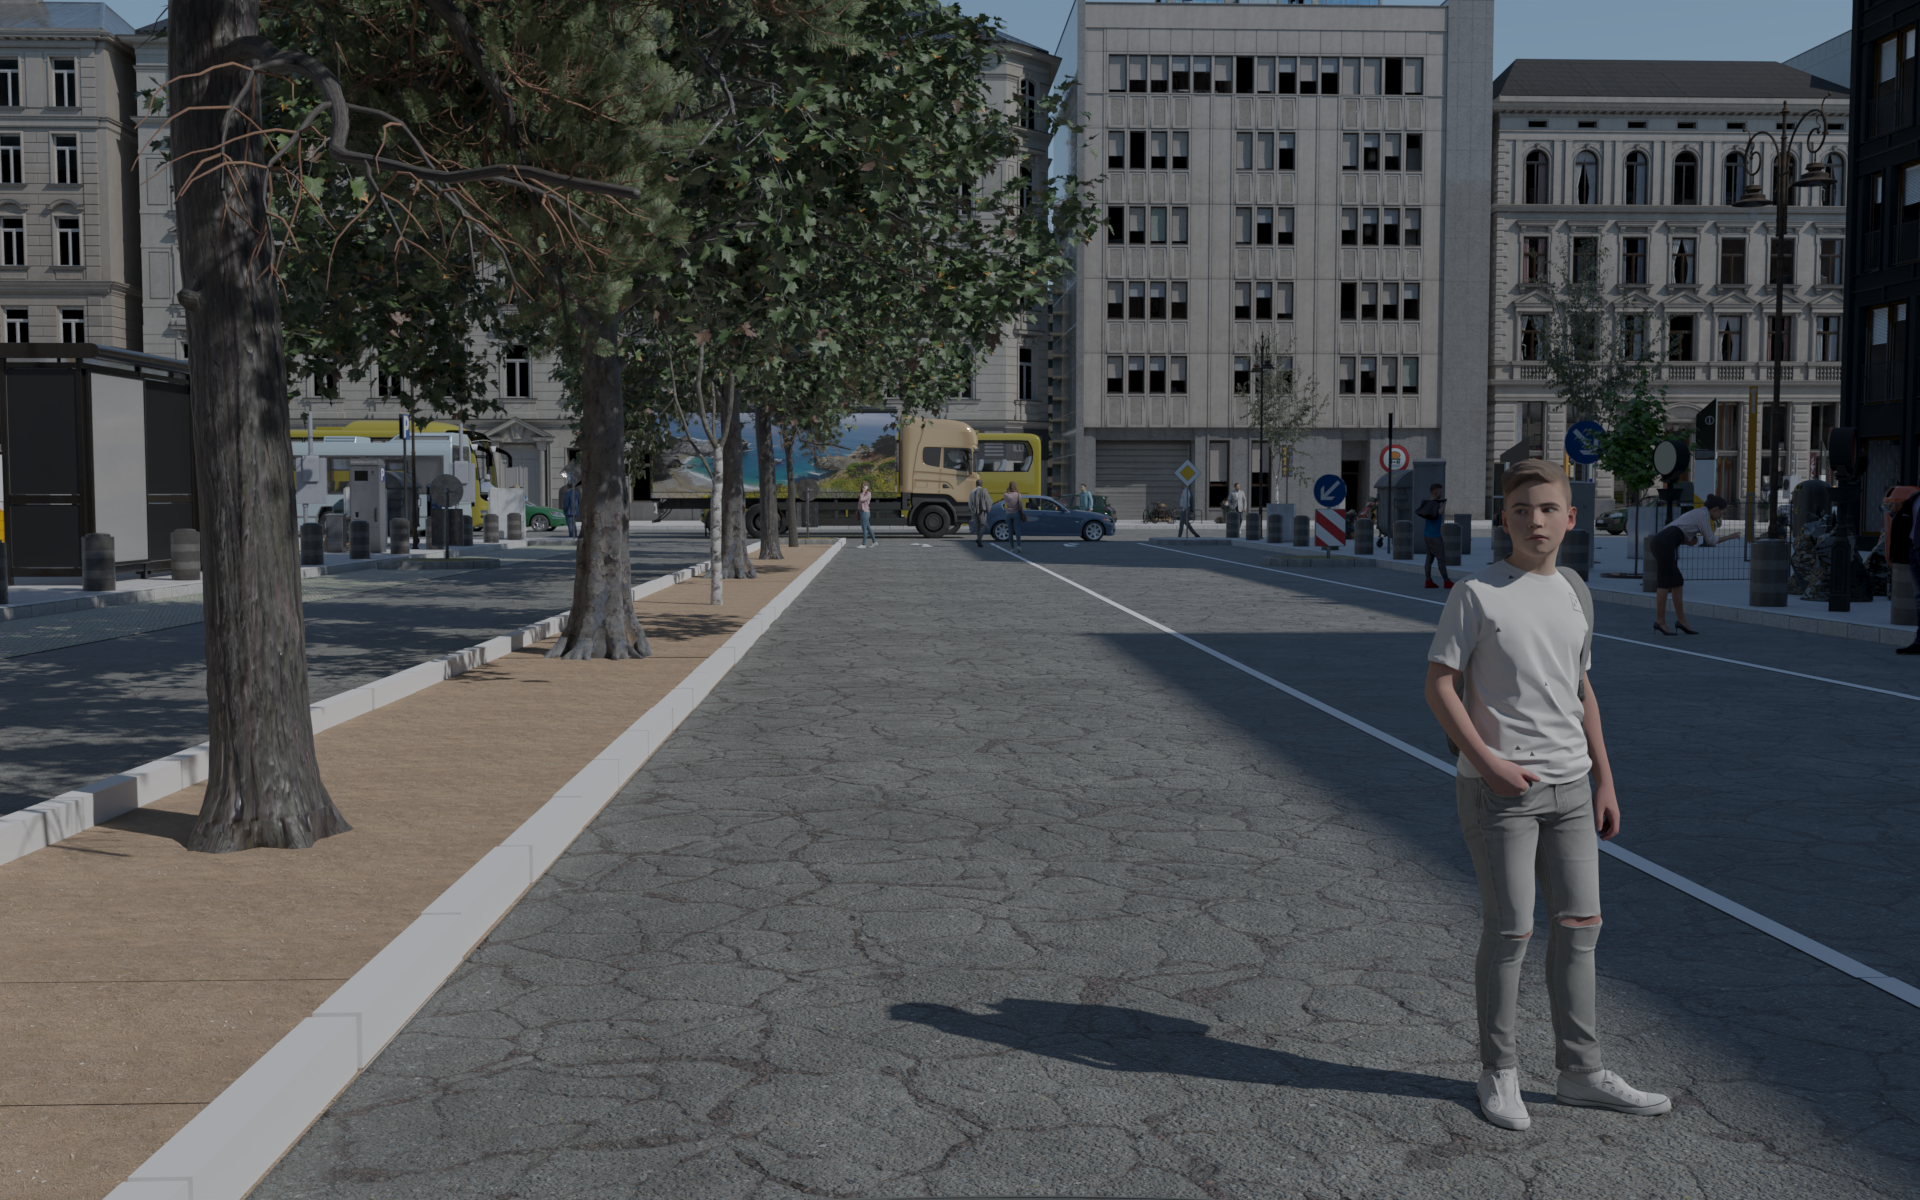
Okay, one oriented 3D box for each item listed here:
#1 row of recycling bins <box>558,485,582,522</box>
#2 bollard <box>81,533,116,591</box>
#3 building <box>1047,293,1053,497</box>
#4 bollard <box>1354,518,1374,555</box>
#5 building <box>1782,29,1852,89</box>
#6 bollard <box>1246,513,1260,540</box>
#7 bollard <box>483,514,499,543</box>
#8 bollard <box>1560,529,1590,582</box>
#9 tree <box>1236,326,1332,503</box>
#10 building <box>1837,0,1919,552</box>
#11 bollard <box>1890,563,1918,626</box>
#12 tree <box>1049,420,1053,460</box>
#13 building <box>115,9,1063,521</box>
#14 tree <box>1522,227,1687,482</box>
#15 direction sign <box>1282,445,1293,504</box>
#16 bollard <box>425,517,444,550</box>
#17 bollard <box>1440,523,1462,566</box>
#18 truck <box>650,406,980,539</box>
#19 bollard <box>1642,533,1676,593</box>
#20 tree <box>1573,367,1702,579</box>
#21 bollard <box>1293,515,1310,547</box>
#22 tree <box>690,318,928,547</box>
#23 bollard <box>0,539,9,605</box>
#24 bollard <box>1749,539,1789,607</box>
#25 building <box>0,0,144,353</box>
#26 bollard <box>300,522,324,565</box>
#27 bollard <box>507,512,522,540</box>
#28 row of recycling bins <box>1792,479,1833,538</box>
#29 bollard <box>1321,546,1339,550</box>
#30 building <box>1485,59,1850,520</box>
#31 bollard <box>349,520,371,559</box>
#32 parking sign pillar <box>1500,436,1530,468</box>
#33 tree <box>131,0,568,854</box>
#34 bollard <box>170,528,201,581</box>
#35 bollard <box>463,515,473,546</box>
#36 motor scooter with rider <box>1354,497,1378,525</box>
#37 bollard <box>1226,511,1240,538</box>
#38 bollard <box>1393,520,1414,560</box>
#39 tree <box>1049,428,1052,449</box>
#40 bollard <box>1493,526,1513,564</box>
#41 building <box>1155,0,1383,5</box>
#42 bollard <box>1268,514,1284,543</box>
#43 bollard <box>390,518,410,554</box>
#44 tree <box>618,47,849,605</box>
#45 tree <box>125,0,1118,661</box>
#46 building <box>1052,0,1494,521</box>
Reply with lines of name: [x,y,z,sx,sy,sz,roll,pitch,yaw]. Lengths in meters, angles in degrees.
row of recycling bins: [-16.835,-4.400,79.045,3.534,1.692,1.069,2,4,25]
bollard: [-11.434,-0.506,22.988,0.404,0.777,0.398,0,3,0]
building: [12.413,-29.182,248.830,14.107,30.474,14.160,0,4,-2]
bollard: [8.578,-1.348,36.750,0.404,0.777,0.398,0,3,0]
building: [55.053,-16.672,90.615,19.932,24.808,12.078,0,4,-2]
bollard: [8.129,-2.038,48.039,0.404,0.777,0.398,0,3,0]
bollard: [-12.333,-1.886,45.547,0.404,0.777,0.398,0,3,0]
bollard: [9.038,-0.657,25.461,0.404,0.777,0.398,0,3,0]
tree: [13.917,-7.654,75.513,4.360,8.622,3.978,0,3,0]
building: [26.530,-12.335,31.347,12.332,23.373,15.834,0,4,-2]
bollard: [9.368,-0.139,16.997,0.404,0.777,0.398,0,3,0]
tree: [8.665,-11.003,130.267,4.737,8.622,4.395,0,3,0]
building: [-17.295,-19.164,89.752,44.131,29.872,17.030,0,4,-2]
tree: [17.375,-5.957,47.752,4.360,8.622,3.978,0,3,0]
direction sign: [15.006,-5.349,79.452,0.379,3.537,0.876,3,5,43]
bollard: [-12.110,-1.541,39.915,0.404,0.777,0.398,0,3,0]
bollard: [8.804,-1.002,31.104,0.404,0.777,0.398,0,3,0]
truck: [-4.324,-4.131,56.460,11.283,4.237,2.839,0,4,-3]
bollard: [9.146,-0.485,22.647,0.404,0.777,0.398,0,3,0]
tree: [10.493,-1.948,26.448,1.663,3.219,1.824,0,3,0]
bollard: [8.360,-1.693,42.396,0.404,0.777,0.398,0,3,0]
tree: [-4.466,-6.711,46.599,8.767,10.594,7.601,0,4,-2]
bollard: [-11.321,-0.334,20.173,0.404,0.777,0.398,0,3,0]
bollard: [9.259,-0.312,19.820,0.404,0.777,0.398,0,3,0]
building: [-51.766,-17.628,85.480,25.104,27.353,12.463,0,4,-2]
bollard: [-11.771,-1.024,31.457,0.404,0.777,0.398,0,3,0]
bollard: [-12.447,-2.058,48.362,0.404,0.777,0.398,0,3,0]
row of recycling bins: [24.458,-2.599,49.609,1.069,1.692,3.534,2,4,23]
bollard: [8.466,-1.521,39.581,0.404,0.777,0.398,0,3,0]
building: [35.151,-15.934,89.399,19.941,23.489,11.050,0,4,-2]
bollard: [-11.884,-1.196,34.278,0.404,0.777,0.398,0,3,0]
parking sign pillar: [25.710,-5.619,80.350,1.447,3.967,1.447,1,4,18]
tree: [-2.968,-5.033,6.809,6.751,12.117,7.091,0,3,0]
bollard: [-11.539,-0.678,25.803,0.404,0.777,0.398,0,3,0]
bollard: [-12.222,-1.713,42.732,0.404,0.777,0.398,0,3,0]
motor scooter with rider: [15.637,-3.417,64.827,1.986,1.779,0.876,0,4,-3]
bollard: [8.015,-2.211,50.863,0.404,0.777,0.398,0,3,0]
bollard: [8.690,-1.175,33.936,0.404,0.777,0.398,0,3,0]
tree: [7.511,-9.860,111.568,4.360,8.622,3.978,0,3,0]
bollard: [8.918,-0.829,28.279,0.404,0.777,0.398,0,3,0]
building: [26.339,-51.830,160.090,22.319,86.520,31.000,0,4,-2]
bollard: [8.240,-1.865,45.210,0.404,0.777,0.398,0,3,0]
bollard: [-11.997,-1.369,37.092,0.404,0.777,0.398,0,3,0]
tree: [-3.159,-4.247,22.258,4.360,8.622,3.978,0,3,0]
tree: [-3.156,-5.846,15.056,9.611,12.733,9.660,0,3,0]
building: [15.226,-16.552,88.649,19.932,24.808,12.078,0,4,-2]
